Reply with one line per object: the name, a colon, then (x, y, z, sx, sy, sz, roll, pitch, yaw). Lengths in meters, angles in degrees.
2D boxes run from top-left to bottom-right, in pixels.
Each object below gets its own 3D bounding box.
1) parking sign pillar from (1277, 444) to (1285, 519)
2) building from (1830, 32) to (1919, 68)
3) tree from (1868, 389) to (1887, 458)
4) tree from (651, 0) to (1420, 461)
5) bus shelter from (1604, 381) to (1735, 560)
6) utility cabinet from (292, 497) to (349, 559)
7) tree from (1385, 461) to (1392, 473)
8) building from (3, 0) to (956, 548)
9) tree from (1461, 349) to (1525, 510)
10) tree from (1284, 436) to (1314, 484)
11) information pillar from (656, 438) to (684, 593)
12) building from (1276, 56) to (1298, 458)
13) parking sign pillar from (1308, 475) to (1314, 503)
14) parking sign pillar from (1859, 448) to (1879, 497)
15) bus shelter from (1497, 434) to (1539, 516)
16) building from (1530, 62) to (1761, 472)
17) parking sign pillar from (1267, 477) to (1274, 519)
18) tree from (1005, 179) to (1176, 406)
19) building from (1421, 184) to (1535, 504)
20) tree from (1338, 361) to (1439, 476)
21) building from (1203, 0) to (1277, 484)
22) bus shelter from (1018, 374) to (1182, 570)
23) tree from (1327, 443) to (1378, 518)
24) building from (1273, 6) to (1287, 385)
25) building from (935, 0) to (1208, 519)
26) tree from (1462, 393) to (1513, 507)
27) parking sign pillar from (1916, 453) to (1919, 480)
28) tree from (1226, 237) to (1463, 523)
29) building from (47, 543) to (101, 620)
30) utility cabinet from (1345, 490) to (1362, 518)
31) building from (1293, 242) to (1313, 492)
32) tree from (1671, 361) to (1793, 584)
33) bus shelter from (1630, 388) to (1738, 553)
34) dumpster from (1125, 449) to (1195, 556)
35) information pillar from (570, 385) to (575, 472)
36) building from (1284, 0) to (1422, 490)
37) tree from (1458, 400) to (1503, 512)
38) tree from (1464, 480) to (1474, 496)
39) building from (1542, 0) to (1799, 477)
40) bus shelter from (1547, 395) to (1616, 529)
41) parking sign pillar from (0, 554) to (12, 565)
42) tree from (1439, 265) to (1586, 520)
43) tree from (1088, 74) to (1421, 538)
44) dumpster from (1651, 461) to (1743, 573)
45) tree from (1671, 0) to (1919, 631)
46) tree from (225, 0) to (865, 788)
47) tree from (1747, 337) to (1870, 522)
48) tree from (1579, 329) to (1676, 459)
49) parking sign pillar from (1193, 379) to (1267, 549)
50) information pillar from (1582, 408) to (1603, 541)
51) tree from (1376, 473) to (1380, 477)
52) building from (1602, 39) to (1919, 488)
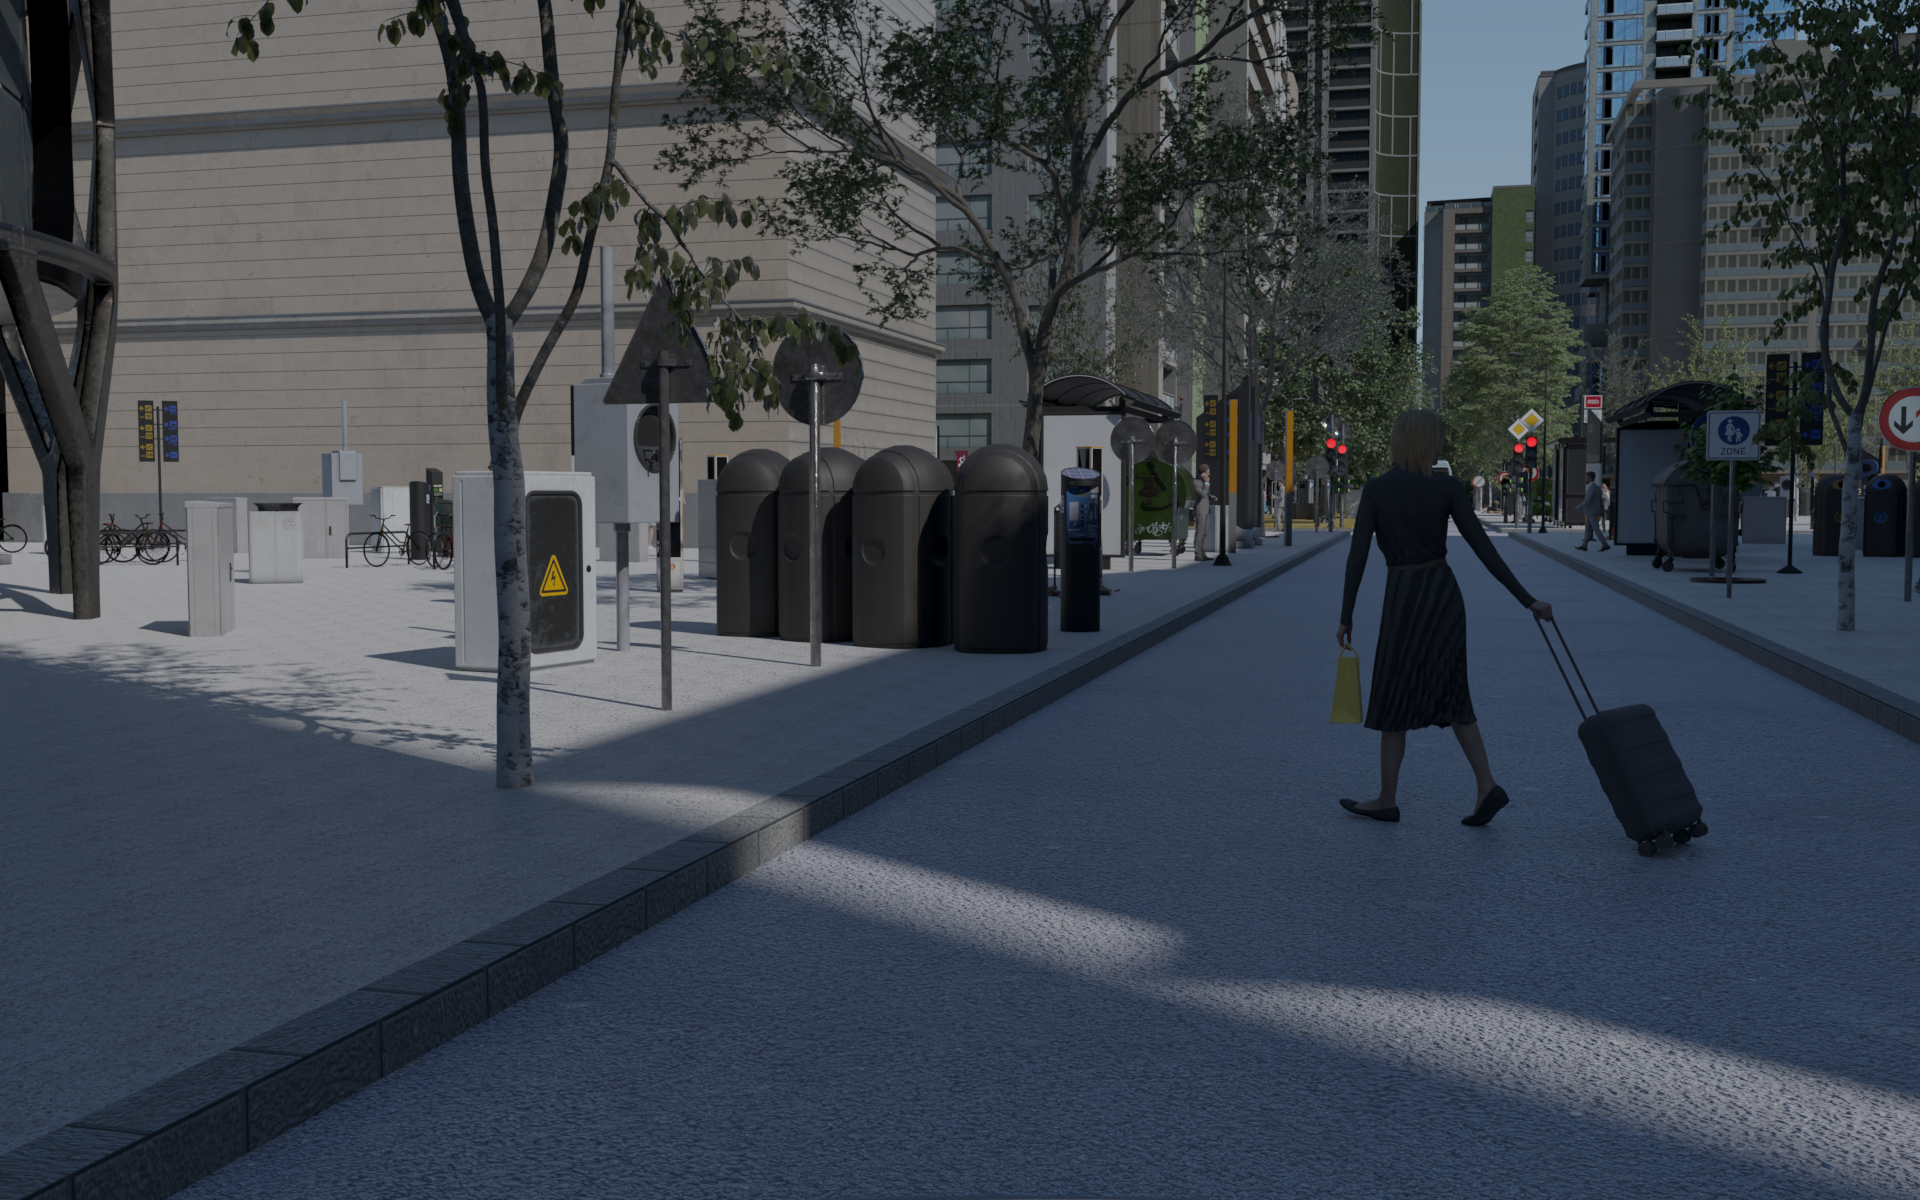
parking sign pillar: (16.930, -6.204, 89.911, 1.447, 3.967, 1.447, 1, 4, 21)
building: (98.168, -34.020, 179.924, 21.600, 48.544, 21.300, 1, 4, 15)
tree: (60.272, -10.170, 116.636, 4.360, 8.622, 3.978, 0, 3, 0)
tree: (0.682, -5.152, 18.653, 8.767, 10.594, 7.601, 0, 4, 1)
bus shelter: (13.833, -2.428, 33.630, 2.014, 3.302, 5.546, 1, 4, 15)
utility cabinet: (-12.696, -1.422, 34.405, 1.020, 1.237, 0.306, -1, 4, -12)
tree: (52.739, -16.033, 212.504, 4.737, 8.622, 4.395, 0, 3, 0)
building: (-12.957, -15.975, 48.588, 23.554, 28.519, 14.401, 1, 4, 15)
tree: (40.854, -13.466, 137.177, 9.611, 12.733, 9.660, 0, 3, 0)
tree: (26.990, -11.491, 138.244, 4.737, 8.622, 4.395, 0, 3, 0)
information pillar: (-3.797, -1.109, 22.626, 0.304, 2.012, 0.304, -1, 4, -21)
building: (26.700, -32.191, 176.432, 14.600, 45.320, 14.200, 1, 4, 15)
parking sign pillar: (21.912, -7.304, 107.896, 1.447, 3.967, 1.447, 1, 4, 8)
parking sign pillar: (50.205, -6.559, 95.717, 1.447, 3.967, 1.447, 3, 5, 43)
bus shelter: (33.268, -7.692, 103.404, 2.179, 5.291, 8.768, 1, 4, 15)
building: (90.664, -42.053, 229.573, 28.212, 58.520, 21.231, 1, 4, 15)
parking sign pillar: (6.868, -3.356, 43.350, 1.447, 3.967, 1.447, 2, 4, 35)
tree: (2.758, -5.554, 41.171, 4.360, 8.622, 3.978, 0, 3, 0)
building: (69.126, -33.564, 232.364, 14.086, 41.232, 14.154, 1, 4, 15)
tree: (37.613, -15.105, 153.616, 9.857, 13.997, 8.962, 0, 3, 0)
building: (9.848, -30.245, 118.200, 21.300, 48.544, 21.600, 1, 4, 15)
bus shelter: (2.686, -2.319, 31.832, 2.014, 3.302, 5.546, 1, 4, 15)
tree: (21.107, -6.744, 93.975, 4.285, 4.588, 4.351, 0, 3, 0)
building: (15.053, -34.744, 157.304, 28.713, 52.752, 27.495, 1, 4, 15)
building: (4.432, -24.617, 86.080, 14.154, 41.232, 14.086, 1, 4, 15)
tree: (36.169, -10.231, 117.635, 4.360, 8.622, 3.978, 0, 3, 0)
parking sign pillar: (42.782, -5.410, 76.920, 1.447, 3.967, 1.447, -1, 4, -16)
tree: (16.165, -9.765, 76.662, 9.611, 12.733, 9.660, 0, 3, 0)
building: (-17.553, -9.048, 15.391, 16.820, 18.784, 16.811, 1, 4, 15)
utility cabinet: (20.852, -5.038, 91.055, 1.173, 1.500, 0.318, 0, 4, -1)
building: (33.606, -26.226, 200.497, 14.107, 30.474, 14.160, 1, 4, 15)
tree: (11.324, -1.870, 25.173, 1.663, 3.219, 1.824, 0, 3, 0)
bus shelter: (17.104, -3.044, 41.054, 1.731, 3.624, 6.357, 1, 4, 15)
dumpster: (4.132, -2.072, 36.379, 1.502, 2.255, 1.985, 1, 4, 15)
information pillar: (-8.267, -2.822, 37.490, 0.183, 3.616, 0.504, 1, 4, 16)
building: (52.566, -48.970, 238.913, 20.611, 71.187, 20.563, 1, 4, 15)
tree: (37.760, -10.684, 125.043, 4.737, 8.622, 4.395, 0, 3, 0)
tree: (58.154, -12.480, 198.655, 1.663, 3.219, 1.824, 0, 3, 0)
building: (73.837, -53.013, 179.429, 22.319, 86.520, 31.000, 1, 4, 15)
bus shelter: (24.235, -5.519, 67.863, 2.179, 5.291, 8.768, 1, 4, 15)
parking sign pillar: (-17.998, -2.618, 31.273, 1.447, 3.967, 1.447, 0, 4, -1)
tree: (27.695, -10.303, 86.585, 7.486, 12.596, 7.792, 0, 3, 0)
tree: (8.774, -8.598, 50.952, 12.009, 13.543, 11.850, 0, 3, 0)
dumpster: (12.311, -1.419, 28.956, 1.264, 1.857, 1.865, 1, 4, 15)
tree: (8.561, -4.023, 16.143, 4.737, 8.622, 4.395, 0, 3, 0)
tree: (-1.966, -3.472, 7.124, 4.360, 8.622, 3.978, 0, 3, 0)
tree: (38.841, -7.967, 80.629, 4.360, 8.622, 3.978, 0, 3, 0)
tree: (29.449, -7.731, 76.761, 4.360, 8.622, 3.978, 0, 3, 0)
parking sign pillar: (6.259, -3.211, 40.964, 1.447, 3.967, 1.447, 2, 4, 27)
information pillar: (17.210, -3.407, 47.055, 0.183, 3.616, 0.504, -2, 4, -27)
tree: (32.420, -8.580, 134.884, 1.663, 3.219, 1.824, 0, 3, 0)
building: (71.045, -28.208, 153.089, 32.217, 40.220, 23.993, 1, 4, 15)
